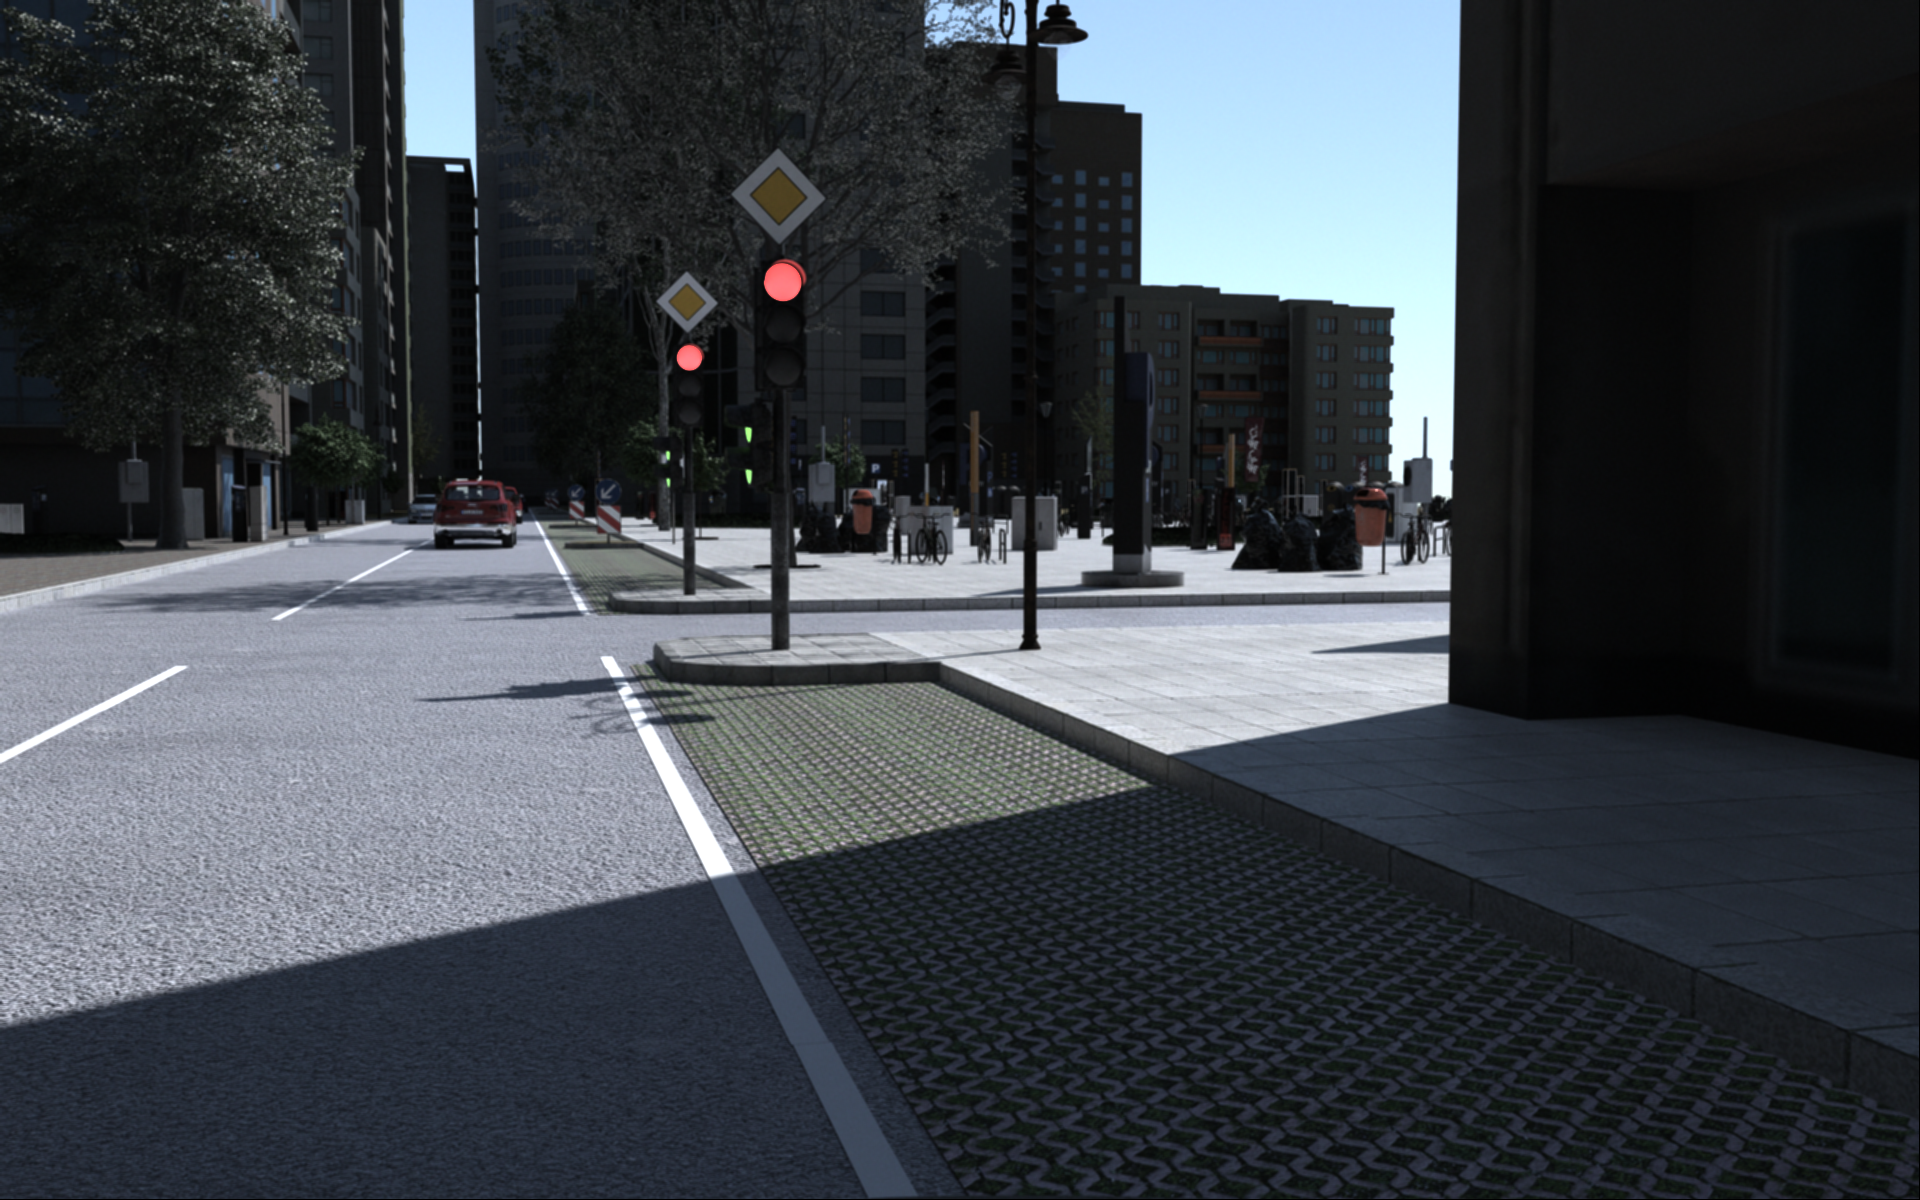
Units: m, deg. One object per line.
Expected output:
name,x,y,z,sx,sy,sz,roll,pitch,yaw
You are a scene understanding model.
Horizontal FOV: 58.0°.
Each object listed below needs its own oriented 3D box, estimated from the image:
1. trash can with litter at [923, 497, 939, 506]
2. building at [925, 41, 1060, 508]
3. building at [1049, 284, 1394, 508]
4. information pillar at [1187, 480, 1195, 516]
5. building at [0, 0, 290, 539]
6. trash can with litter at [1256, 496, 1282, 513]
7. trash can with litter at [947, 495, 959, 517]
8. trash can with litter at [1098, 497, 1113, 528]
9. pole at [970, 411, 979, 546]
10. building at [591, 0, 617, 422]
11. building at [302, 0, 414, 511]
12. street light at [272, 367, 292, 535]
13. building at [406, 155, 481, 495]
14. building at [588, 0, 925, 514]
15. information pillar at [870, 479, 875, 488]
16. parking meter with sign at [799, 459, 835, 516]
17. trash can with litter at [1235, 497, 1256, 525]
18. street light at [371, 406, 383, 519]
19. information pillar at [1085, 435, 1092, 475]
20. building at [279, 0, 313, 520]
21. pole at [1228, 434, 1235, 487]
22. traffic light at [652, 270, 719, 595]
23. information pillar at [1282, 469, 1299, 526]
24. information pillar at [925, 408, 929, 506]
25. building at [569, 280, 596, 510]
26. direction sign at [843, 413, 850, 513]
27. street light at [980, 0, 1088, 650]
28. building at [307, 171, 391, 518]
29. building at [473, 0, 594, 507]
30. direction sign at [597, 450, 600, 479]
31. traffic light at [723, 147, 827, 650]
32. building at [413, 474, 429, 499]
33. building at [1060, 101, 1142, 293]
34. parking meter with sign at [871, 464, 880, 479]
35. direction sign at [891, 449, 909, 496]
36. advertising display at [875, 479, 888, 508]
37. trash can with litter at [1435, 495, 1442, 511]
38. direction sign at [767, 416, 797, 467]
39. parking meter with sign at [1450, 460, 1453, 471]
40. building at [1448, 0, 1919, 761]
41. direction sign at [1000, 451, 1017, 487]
trash can with litter,-1.143,-3.839,74.155,0.624,1.170,1.055,2,4,26
building,0.499,-31.783,169.758,14.200,45.320,14.600,-1,4,-14
building,22.755,-19.898,170.366,28.899,21.520,27.650,-1,4,-14
information pillar,11.754,-5.115,88.121,0.304,2.012,0.304,-1,4,-15
building,-29.487,-24.683,53.677,14.600,45.320,14.200,-1,4,-14
trash can with litter,12.095,-3.490,68.455,1.055,1.170,0.624,-1,4,-19
trash can with litter,-0.839,-5.245,96.810,2.233,1.210,1.678,1,4,13
trash can with litter,5.488,-3.335,65.907,0.624,1.170,1.055,0,4,-4
pole,0.358,-2.983,42.610,0.158,3.312,0.155,0,3,0
building,-21.295,-27.564,134.271,14.154,41.232,14.086,-1,4,-14
building,-47.837,-27.045,125.778,14.154,41.232,14.086,-1,4,-14
street light,-21.157,-4.978,54.185,0.468,5.910,1.993,-1,4,-14
building,-64.415,-30.314,187.516,23.993,40.220,32.217,-1,4,-14
building,-14.619,-41.482,116.486,20.563,71.187,20.611,-1,4,-14
information pillar,-4.318,-5.051,87.071,0.304,2.012,0.304,-2,4,-28
parking meter with sign,-7.163,-5.533,86.727,1.738,3.016,0.543,-1,4,-22
trash can with litter,10.484,-3.275,64.941,0.624,1.170,1.055,-1,4,-13
street light,-29.929,-7.112,89.074,0.468,5.910,1.993,-1,4,-14
information pillar,5.097,-4.735,68.772,0.183,3.616,0.504,2,4,27
building,-41.836,-27.733,77.129,21.300,48.544,21.600,-1,4,-14
pole,9.215,-3.976,58.846,0.158,3.312,0.155,0,3,0
traffic light,-3.460,-2.019,21.928,0.839,4.253,0.868,-1,4,-14
information pillar,9.640,-2.826,50.704,0.304,2.012,0.304,-1,4,-20
information pillar,-0.905,-3.416,47.211,0.183,3.616,0.504,0,4,-4
building,-20.933,-19.086,157.089,27.650,21.520,28.899,-1,4,-14
direction sign,-3.189,-3.473,48.788,0.379,3.537,0.876,0,4,7
street light,0.580,-2.531,14.163,0.468,5.910,1.993,-1,4,-14
building,-49.837,-15.822,103.724,27.650,21.520,28.899,-1,4,-14
building,-37.650,-39.485,187.578,28.212,58.520,21.231,-1,4,-14
direction sign,-18.437,-5.900,88.454,0.379,3.537,0.876,0,4,-5
traffic light,-1.500,-1.545,14.186,0.839,4.253,0.868,-1,4,-14
building,-62.231,-30.343,150.738,28.867,44.769,22.147,-1,4,-14
building,11.555,-33.487,197.627,14.200,45.320,14.600,-1,4,-14
parking meter with sign,-4.678,-6.240,98.277,0.543,3.016,1.738,-1,4,-10
direction sign,-3.013,-5.815,87.076,0.876,3.537,0.379,1,4,12
advertising display,-3.410,-4.269,75.018,0.123,1.923,0.974,2,4,26
trash can with litter,29.706,-5.885,107.279,1.678,1.210,2.233,-1,4,-18
direction sign,-5.150,-3.554,50.108,0.876,3.537,0.379,-1,4,-15
parking meter with sign,25.636,-5.675,89.043,0.543,3.016,1.738,2,4,27
building,15.899,-23.113,1.606,21.300,48.544,21.600,-1,4,-14
direction sign,2.539,-6.015,90.335,0.876,3.537,0.379,0,4,8
